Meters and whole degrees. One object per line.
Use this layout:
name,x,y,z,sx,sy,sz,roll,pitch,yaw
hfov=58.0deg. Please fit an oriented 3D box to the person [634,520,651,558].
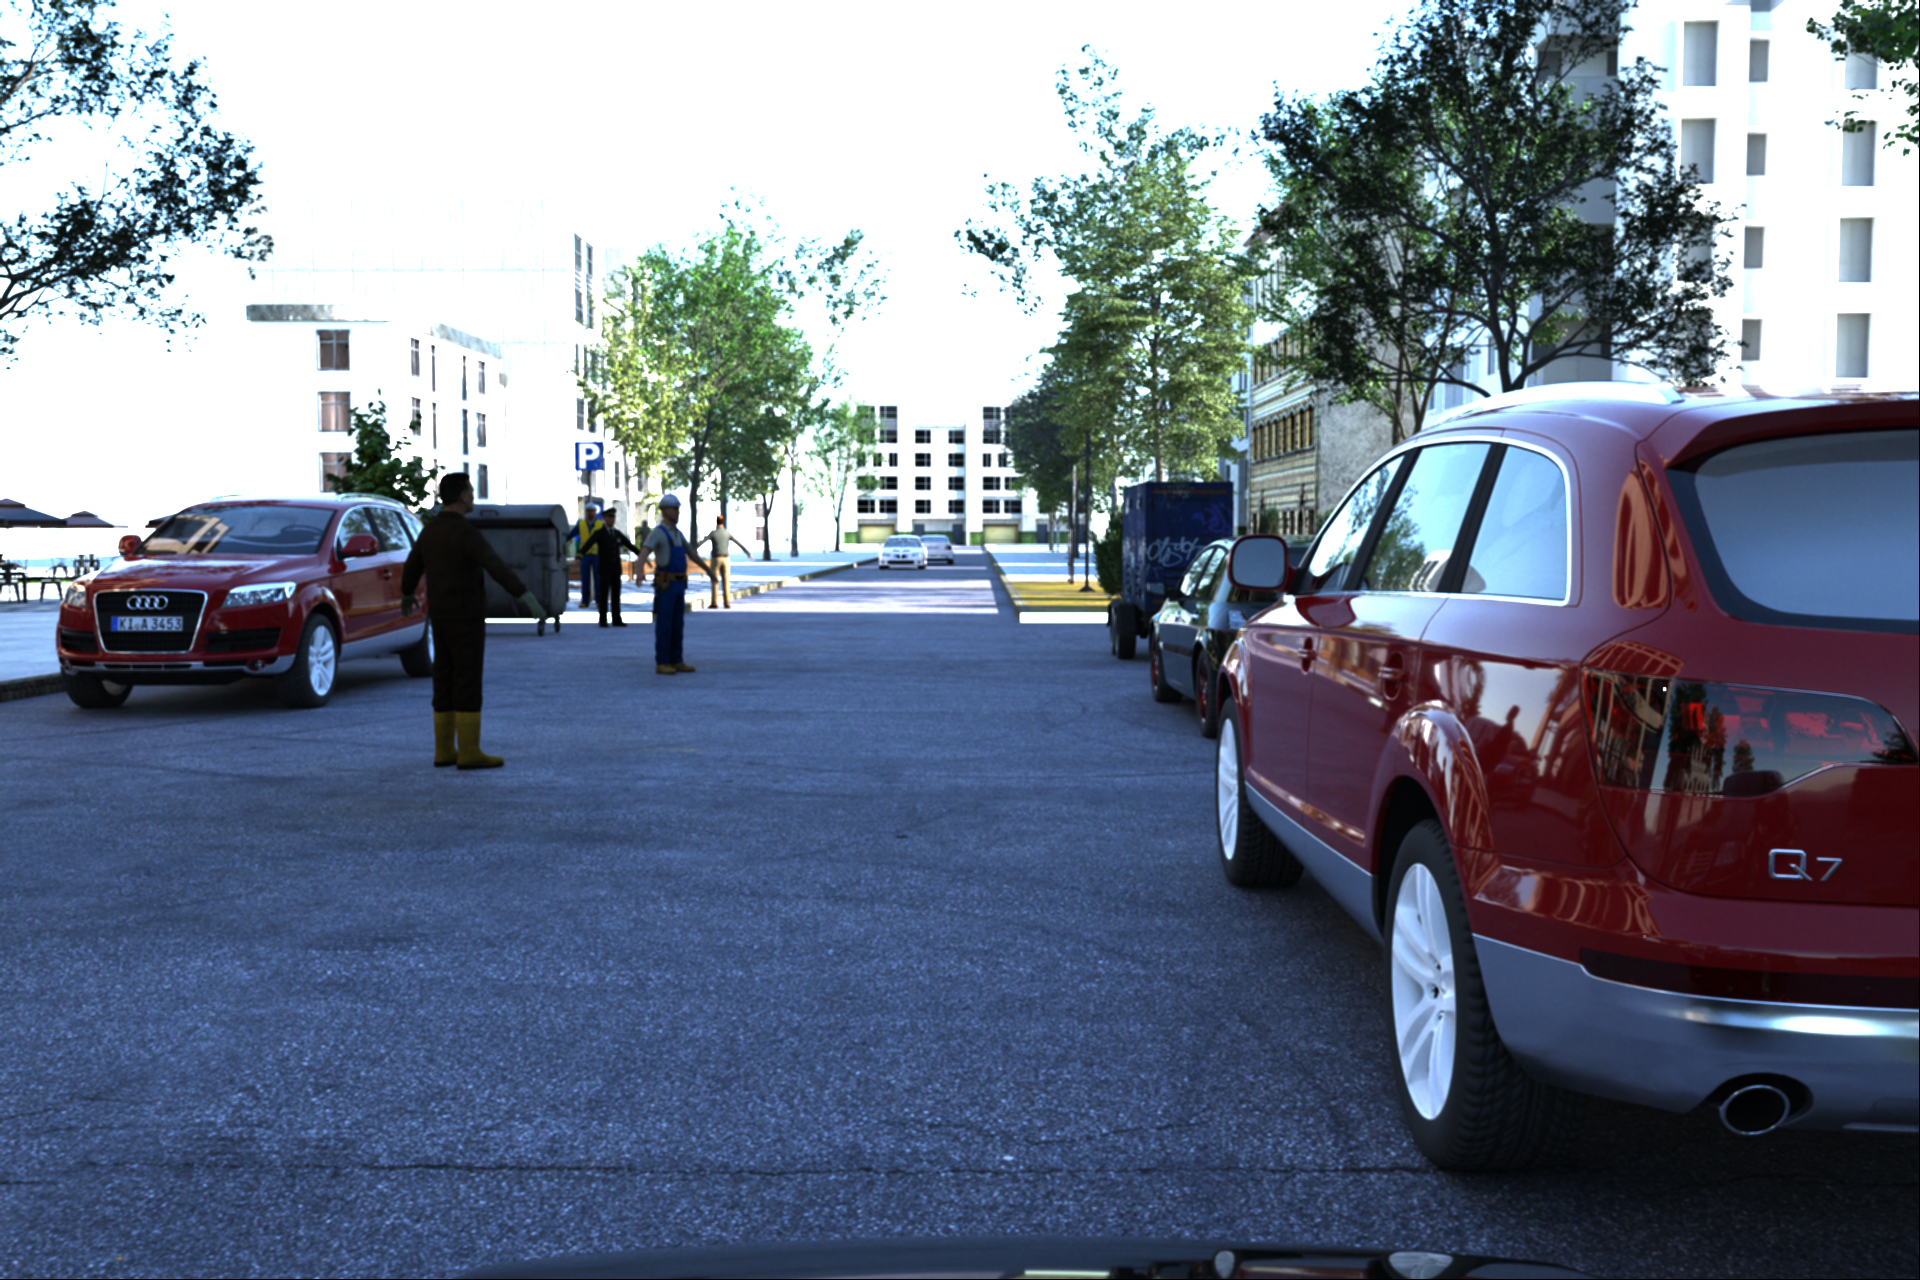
person,-12.126,-3.693,66.512,0.705,1.813,1.348,3,5,43

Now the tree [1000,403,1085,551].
tree,6.907,-12.591,131.625,9.928,11.665,9.643,0,3,0

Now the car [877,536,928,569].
car,-2.346,-3.629,71.699,2.083,1.381,4.827,0,4,1

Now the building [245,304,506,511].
building,-24.976,-8.275,77.448,9.099,9.664,28.070,0,4,1

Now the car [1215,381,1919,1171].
car,2.071,0.198,5.433,2.281,1.827,5.304,0,4,1

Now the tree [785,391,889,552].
tree,-9.008,-12.279,126.518,9.928,11.665,9.643,0,3,0

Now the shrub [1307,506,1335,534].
shrub,9.976,-2.563,46.328,1.690,2.028,1.600,0,3,0

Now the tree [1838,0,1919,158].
tree,8.163,-5.160,10.123,9.928,11.665,9.643,0,3,0

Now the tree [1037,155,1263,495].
tree,5.845,-8.228,52.655,7.486,12.596,7.792,0,3,0

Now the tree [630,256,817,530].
tree,-9.798,-9.366,71.260,7.486,12.596,7.792,0,3,0

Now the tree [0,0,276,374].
tree,-12.824,-5.375,22.301,8.767,10.594,7.601,0,4,-3

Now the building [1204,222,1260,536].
building,25.295,-14.671,106.325,16.747,18.905,31.486,0,4,1

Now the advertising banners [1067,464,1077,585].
advertising banners,2.865,-2.943,44.305,0.090,3.025,2.074,0,4,0

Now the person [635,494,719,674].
person,-2.965,-0.584,17.858,0.705,1.847,1.347,2,4,27

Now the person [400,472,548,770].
person,-3.060,-0.125,10.643,1.346,1.812,0.704,3,4,37

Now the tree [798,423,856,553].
tree,-9.137,-10.099,115.473,4.360,8.622,3.978,0,3,0

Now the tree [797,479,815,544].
tree,-20.704,-16.610,221.942,4.737,8.622,4.395,0,3,0

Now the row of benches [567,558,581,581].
row of benches,-9.448,-1.667,42.716,1.422,0.672,4.104,-1,4,-13

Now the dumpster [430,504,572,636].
dumpster,-6.583,-1.010,24.731,1.865,1.857,1.264,0,4,1

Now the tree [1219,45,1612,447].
tree,9.608,-6.810,37.100,9.928,11.665,9.643,0,3,0

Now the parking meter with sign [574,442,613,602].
parking meter with sign,-6.972,-2.279,33.522,0.543,3.016,1.738,0,4,1

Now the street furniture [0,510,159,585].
street furniture,-29.373,-2.418,44.568,27.439,1.986,14.083,0,4,0

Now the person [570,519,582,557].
person,-13.344,-3.352,60.937,1.347,1.817,0.704,3,5,39

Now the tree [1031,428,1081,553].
tree,6.391,-10.271,118.299,4.737,8.622,4.395,0,3,0

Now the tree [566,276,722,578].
tree,-9.347,-6.108,50.228,4.737,8.622,4.395,0,3,0

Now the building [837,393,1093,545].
building,0.158,-21.800,225.339,31.486,18.905,16.747,0,4,-7

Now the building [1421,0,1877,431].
building,22.661,-12.716,64.321,16.016,20.090,11.380,0,4,0

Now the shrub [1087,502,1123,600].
shrub,3.378,-1.826,33.904,1.661,2.075,1.752,0,3,0

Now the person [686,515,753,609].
person,-4.632,-1.507,33.374,1.348,1.796,0.705,-1,4,-20

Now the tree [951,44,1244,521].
tree,5.153,-13.098,70.034,12.611,20.169,13.585,0,3,0

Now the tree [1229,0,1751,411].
tree,8.332,-5.627,26.416,7.601,10.594,8.767,3,4,38

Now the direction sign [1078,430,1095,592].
direction sign,2.804,-2.824,38.177,0.379,3.537,0.876,0,4,0

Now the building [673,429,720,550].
building,-25.401,-12.823,151.797,9.099,9.664,28.070,0,4,1

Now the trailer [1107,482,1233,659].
trailer,2.504,-0.845,20.870,1.471,1.999,3.904,0,3,0

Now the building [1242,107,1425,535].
building,24.299,-15.300,81.076,19.493,23.208,18.063,0,4,0

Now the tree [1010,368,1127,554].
tree,6.571,-11.706,109.528,7.486,12.596,7.792,0,3,0

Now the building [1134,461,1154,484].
building,25.257,-15.354,193.189,9.099,9.664,28.070,0,4,1

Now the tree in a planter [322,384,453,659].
tree in a planter,-6.997,-1.444,20.824,1.991,3.239,1.994,0,4,1

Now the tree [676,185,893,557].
tree,-10.782,-14.724,96.632,12.611,20.169,13.585,0,3,0

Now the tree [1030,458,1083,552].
tree,7.030,-10.619,123.983,4.737,8.622,4.395,0,3,0

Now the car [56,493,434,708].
car,-6.270,-0.445,15.955,2.281,1.827,5.304,0,4,0

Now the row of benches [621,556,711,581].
row of benches,-8.440,-1.992,48.024,1.422,0.672,4.104,3,5,45

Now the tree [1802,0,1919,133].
tree,23.929,-11.125,37.786,12.611,20.169,13.585,0,3,0

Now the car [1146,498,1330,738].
car,2.526,-0.232,13.578,2.009,1.686,4.222,0,4,-1

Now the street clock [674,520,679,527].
street clock,-7.399,-2.457,44.743,0.358,2.002,0.471,0,4,1

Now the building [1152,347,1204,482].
building,24.138,-19.202,170.374,16.016,20.090,11.380,0,4,1

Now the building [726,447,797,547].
building,-21.462,-14.564,180.270,9.099,9.664,28.070,0,3,0

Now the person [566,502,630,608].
person,-6.430,-1.482,30.197,1.349,1.833,0.705,0,4,-3

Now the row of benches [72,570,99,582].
row of benches,-13.723,-0.887,29.962,4.104,0.672,1.422,2,4,27

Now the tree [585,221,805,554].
tree,-8.787,-8.058,57.503,9.928,11.665,9.643,0,3,0

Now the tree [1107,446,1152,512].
tree,23.267,-18.841,218.421,12.009,13.543,11.850,0,3,0

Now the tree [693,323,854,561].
tree,-9.148,-9.606,82.809,9.928,11.665,9.643,0,3,0

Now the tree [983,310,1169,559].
tree,6.255,-11.059,91.186,12.009,13.543,11.850,0,3,0

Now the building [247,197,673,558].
building,-28.881,-14.712,107.006,16.747,18.905,31.486,0,4,1

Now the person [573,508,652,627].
person,-5.400,-1.125,26.781,1.347,1.837,0.705,-3,5,-40

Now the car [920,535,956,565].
car,-1.239,-4.279,82.329,2.083,1.381,4.827,0,4,-1
